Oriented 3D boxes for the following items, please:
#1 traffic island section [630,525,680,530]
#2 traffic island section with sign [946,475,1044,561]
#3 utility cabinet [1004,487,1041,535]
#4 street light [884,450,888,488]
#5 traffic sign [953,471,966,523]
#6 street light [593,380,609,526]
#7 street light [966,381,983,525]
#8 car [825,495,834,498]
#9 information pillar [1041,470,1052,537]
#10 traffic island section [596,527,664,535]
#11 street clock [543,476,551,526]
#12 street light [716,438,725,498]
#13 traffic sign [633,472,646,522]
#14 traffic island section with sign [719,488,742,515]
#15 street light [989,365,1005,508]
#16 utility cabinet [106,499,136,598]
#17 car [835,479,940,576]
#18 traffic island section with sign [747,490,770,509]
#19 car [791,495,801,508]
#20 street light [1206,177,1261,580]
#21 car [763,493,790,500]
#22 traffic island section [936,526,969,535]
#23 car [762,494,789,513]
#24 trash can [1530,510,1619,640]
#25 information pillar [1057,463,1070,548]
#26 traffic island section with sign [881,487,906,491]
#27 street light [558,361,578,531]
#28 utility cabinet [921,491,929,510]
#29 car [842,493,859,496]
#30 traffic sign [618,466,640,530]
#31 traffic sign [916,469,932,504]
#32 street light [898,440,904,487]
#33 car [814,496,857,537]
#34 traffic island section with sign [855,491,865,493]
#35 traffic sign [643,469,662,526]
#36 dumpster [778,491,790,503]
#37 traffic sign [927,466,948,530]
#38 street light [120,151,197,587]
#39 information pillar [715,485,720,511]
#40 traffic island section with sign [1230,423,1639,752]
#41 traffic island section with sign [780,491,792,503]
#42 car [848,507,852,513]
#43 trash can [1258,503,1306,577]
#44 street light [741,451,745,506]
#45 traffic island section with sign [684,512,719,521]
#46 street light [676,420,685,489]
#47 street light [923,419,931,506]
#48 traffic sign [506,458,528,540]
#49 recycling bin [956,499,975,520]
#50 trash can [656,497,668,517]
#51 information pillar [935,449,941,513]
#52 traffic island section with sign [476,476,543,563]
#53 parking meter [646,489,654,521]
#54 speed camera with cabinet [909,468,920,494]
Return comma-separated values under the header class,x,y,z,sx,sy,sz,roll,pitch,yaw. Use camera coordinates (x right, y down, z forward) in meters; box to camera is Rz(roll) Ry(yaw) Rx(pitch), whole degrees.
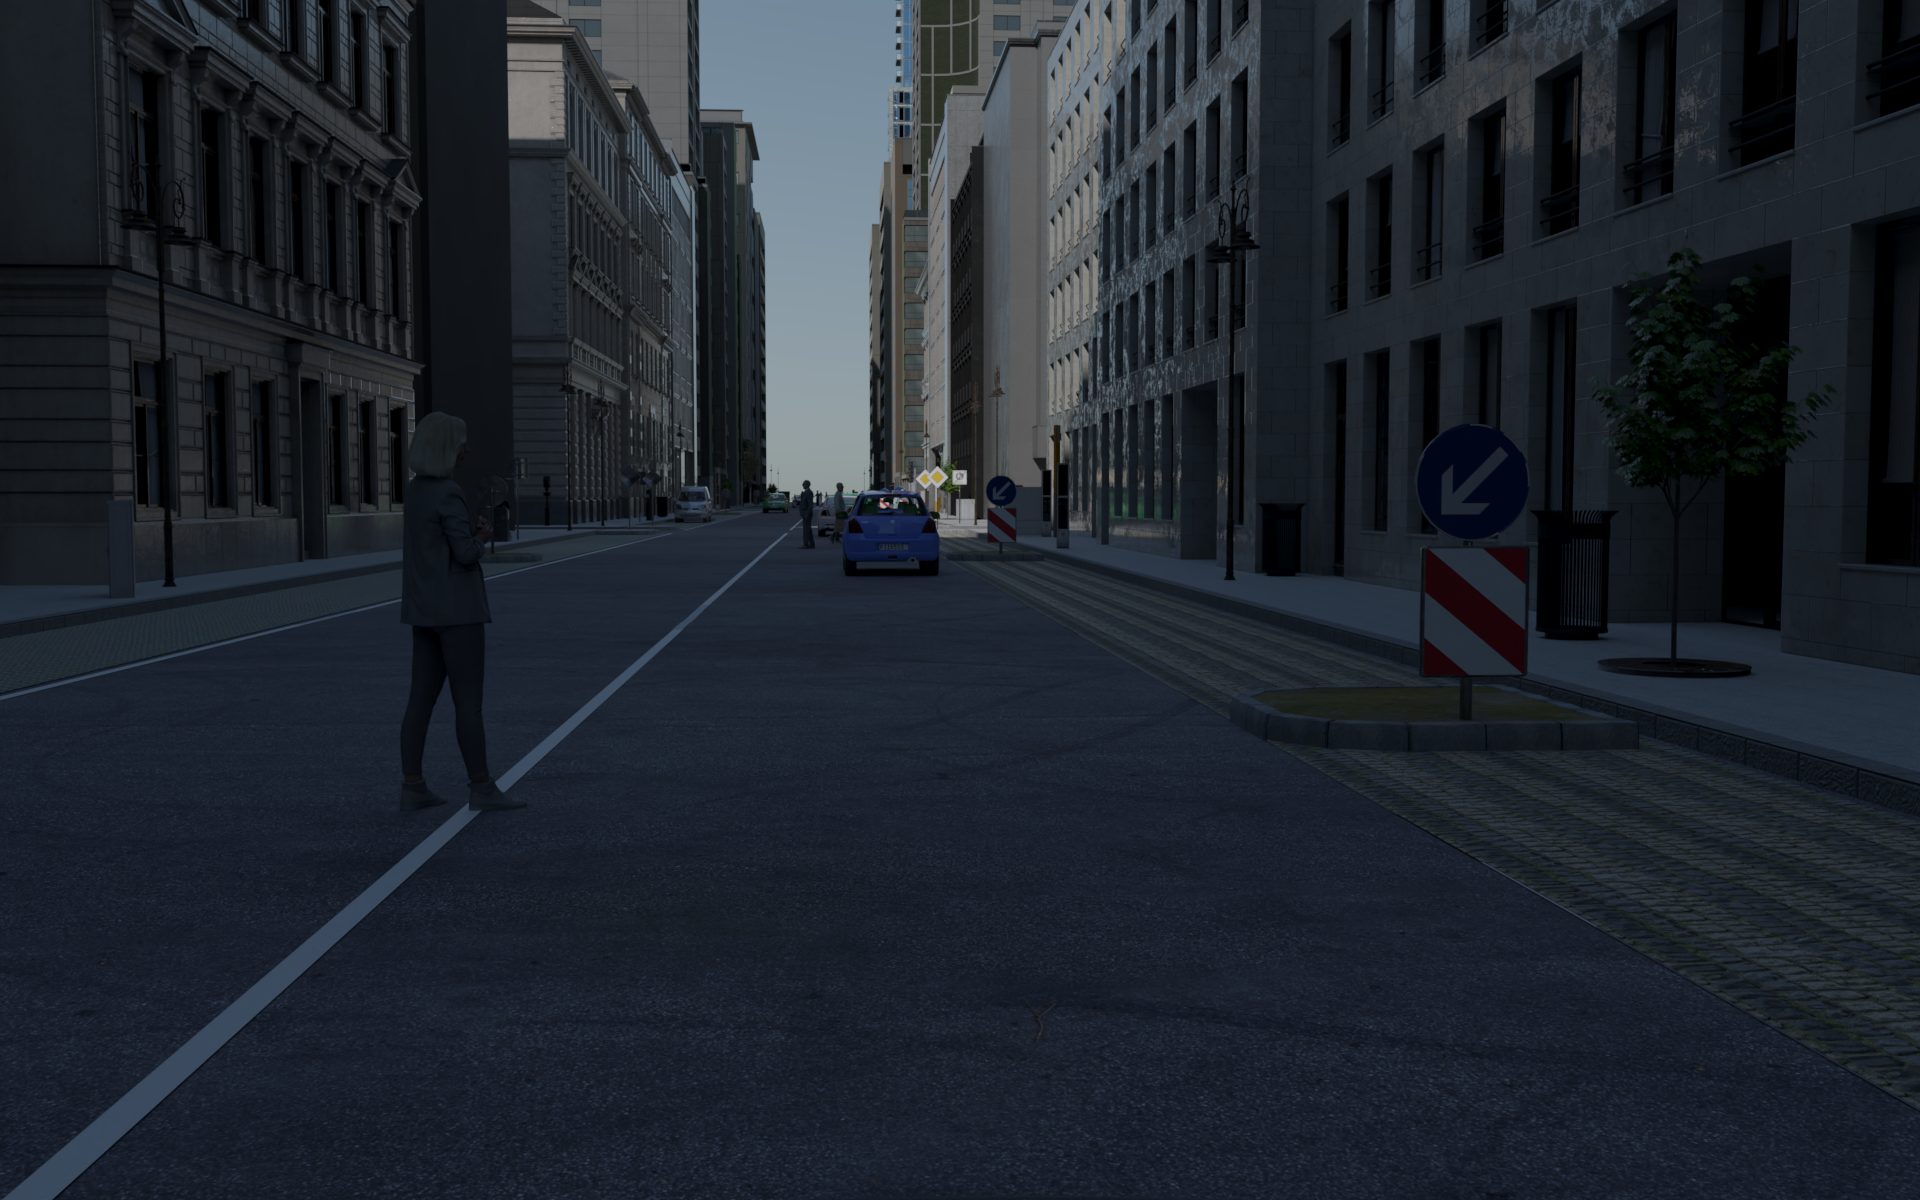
class,x,y,z,sx,sy,sz,roll,pitch,yaw
traffic island section,-12.341,-2.886,69.462,2.009,0.180,2.903,0,4,-4
traffic island section with sign,0.719,-1.775,37.645,1.989,1.847,2.006,0,4,-4
utility cabinet,1.951,-2.717,53.105,1.173,1.500,0.318,1,4,13
street light,-7.900,-12.903,183.743,0.468,5.910,1.993,0,4,-4
traffic sign,-0.013,-4.486,75.471,0.606,2.300,0.079,0,4,0
street light,-14.354,-5.910,69.423,0.468,5.910,1.993,0,4,-4
street light,0.645,-6.005,70.977,0.468,5.910,1.993,0,4,-4
car,-16.004,-12.545,217.467,2.083,1.381,4.827,0,4,-6
information pillar,2.594,-2.905,51.995,0.304,2.012,0.304,0,4,-1
traffic island section,-11.749,-2.399,61.499,2.009,0.180,2.903,0,4,-4
street clock,-16.631,-3.987,69.750,0.358,2.002,0.471,0,4,-5
street light,-19.984,-10.580,145.774,0.468,5.910,1.993,0,4,-4
traffic sign,-14.730,-4.738,79.602,0.606,2.300,0.079,0,4,4
traffic island section with sign,-16.054,-6.759,119.143,1.989,1.847,2.006,0,4,-4
street light,1.324,-5.455,61.984,0.468,5.910,1.993,0,4,-4
utility cabinet,-10.535,-0.647,21.743,0.306,1.237,1.020,-2,4,-25
car,-1.306,-1.353,31.712,1.945,1.707,3.694,0,4,-5
traffic island section with sign,-19.704,-9.768,168.339,1.989,1.847,2.006,0,4,-4
car,-16.864,-10.497,183.981,2.083,1.381,4.827,0,4,-4
street light,4.023,-3.233,25.652,0.468,5.910,1.993,0,4,-4
car,-14.340,-7.717,135.210,2.155,1.783,4.494,0,4,-6
traffic island section,-0.788,-2.448,62.306,2.009,0.180,2.903,0,4,-4
car,-13.885,-7.442,130.470,1.959,1.807,4.718,0,4,-2
trash can,5.439,-0.228,15.375,0.748,1.137,0.748,0,3,0
information pillar,2.436,-2.230,40.950,0.304,2.012,0.304,0,4,3
traffic island section with sign,-3.342,-5.114,92.249,1.989,1.847,2.006,0,4,-4
street light,-13.634,-5.353,60.312,0.468,5.910,1.993,0,4,-4
utility cabinet,-2.336,-6.491,114.800,0.318,1.500,1.173,1,4,13
car,-4.708,-4.142,76.517,1.959,1.807,4.718,0,4,-5
traffic sign,-11.727,-3.535,61.439,0.795,2.450,0.064,0,4,-4
traffic sign,-1.403,-4.070,70.190,0.795,2.450,0.064,0,4,-4
street light,-5.004,-10.656,147.019,0.468,5.910,1.993,0,4,-4
car,-3.992,-2.900,59.771,2.083,1.381,4.827,0,4,-5
traffic island section with sign,-11.125,-11.516,196.908,1.989,1.847,2.006,0,4,-4
traffic sign,-12.318,-4.022,69.402,0.795,2.450,0.064,0,4,-4
dumpster,-26.162,-15.235,257.302,1.865,1.857,1.264,0,4,-3
traffic sign,-0.811,-3.583,62.227,0.795,2.450,0.064,0,4,-4
street light,-10.943,-3.120,23.800,0.468,5.910,1.993,0,4,-4
information pillar,-18.791,-7.927,134.101,0.304,2.012,0.304,-1,4,-20
traffic island section with sign,2.724,-0.116,10.521,1.989,1.847,2.006,0,4,-4
traffic island section with sign,-27.882,-16.503,278.449,1.989,1.847,2.006,0,4,-4
car,-1.762,-1.981,41.983,1.945,1.707,3.694,0,4,-3
trash can,5.035,-0.947,27.131,0.748,1.137,0.748,0,3,0
street light,-22.862,-12.829,182.549,0.468,5.910,1.993,0,4,-4
traffic island section with sign,-14.035,-5.115,92.263,1.989,1.847,2.006,0,4,-4
street light,-17.139,-8.161,106.217,0.468,5.910,1.993,0,4,-4
street light,-2.081,-8.227,107.292,0.468,5.910,1.993,0,4,-4
traffic sign,-12.450,-2.849,48.714,0.606,2.300,0.079,0,4,-2
recycling bin,0.276,-4.436,85.085,0.722,1.027,0.722,-2,4,-25
trash can,-16.527,-5.167,96.139,0.748,1.137,0.748,0,3,0
information pillar,-1.139,-6.038,90.075,0.183,3.616,0.504,2,4,27
traffic island section with sign,-9.893,-1.704,36.495,1.989,1.847,2.006,0,4,-4
parking meter,-14.974,-4.601,83.631,0.372,1.533,0.369,0,3,0
speed camera with cabinet,-3.543,-8.573,134.506,0.660,3.252,2.038,1,4,9
